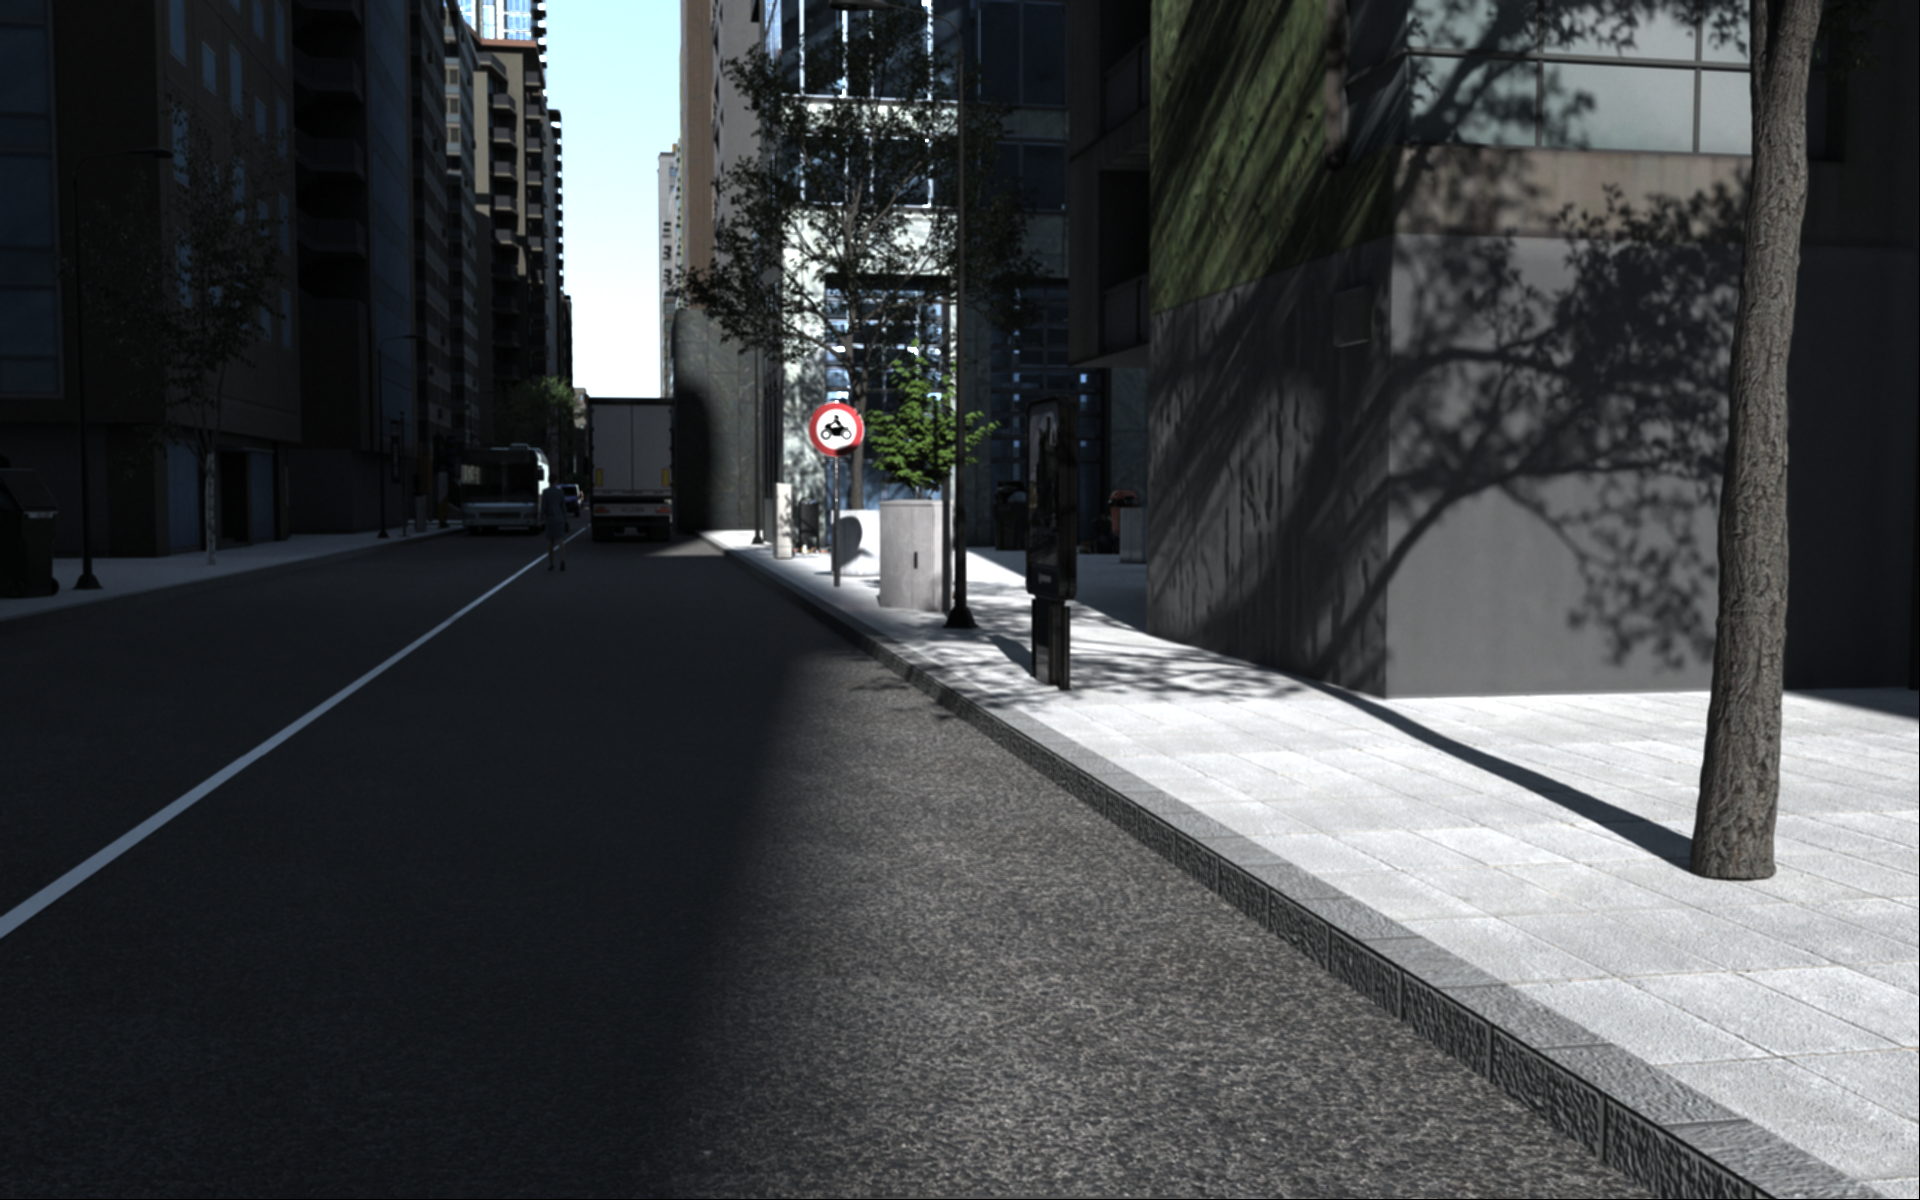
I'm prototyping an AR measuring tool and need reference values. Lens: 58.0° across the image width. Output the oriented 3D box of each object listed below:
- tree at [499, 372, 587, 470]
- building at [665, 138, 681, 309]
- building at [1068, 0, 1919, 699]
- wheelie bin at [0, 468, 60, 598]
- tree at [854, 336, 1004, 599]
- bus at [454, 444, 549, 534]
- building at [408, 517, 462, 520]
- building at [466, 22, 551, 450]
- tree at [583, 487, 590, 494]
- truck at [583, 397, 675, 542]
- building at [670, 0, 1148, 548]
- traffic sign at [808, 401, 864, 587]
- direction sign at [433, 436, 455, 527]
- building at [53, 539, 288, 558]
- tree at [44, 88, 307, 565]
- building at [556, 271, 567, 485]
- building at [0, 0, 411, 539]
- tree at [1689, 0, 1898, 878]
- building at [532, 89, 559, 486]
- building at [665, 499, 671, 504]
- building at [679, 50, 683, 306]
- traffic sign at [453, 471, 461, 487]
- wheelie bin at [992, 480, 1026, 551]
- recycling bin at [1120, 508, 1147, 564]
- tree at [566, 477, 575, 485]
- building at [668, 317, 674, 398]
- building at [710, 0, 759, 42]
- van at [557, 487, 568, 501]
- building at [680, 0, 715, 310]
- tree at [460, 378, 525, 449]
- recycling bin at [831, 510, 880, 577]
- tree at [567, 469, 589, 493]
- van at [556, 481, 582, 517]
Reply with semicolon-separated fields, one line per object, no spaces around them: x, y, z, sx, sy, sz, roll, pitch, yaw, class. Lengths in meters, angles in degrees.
-35.618;-13.549;147.273;9.928;11.665;9.643;0;3;0;tree
-23.627;-36.348;213.899;23.786;49.044;30.456;-1;4;-11;building
8.297;-20.427;17.579;14.154;41.232;14.086;-1;4;-11;building
-11.717;-0.833;21.522;0.693;1.594;0.980;1;4;12;wheelie bin
-0.569;-1.640;21.417;1.663;3.219;1.824;0;3;0;tree
-16.786;-4.252;64.387;2.948;3.499;13.247;-1;4;-12;bus
-39.855;-24.308;89.313;32.217;40.220;23.993;-1;4;-11;building
-50.466;-31.124;163.498;22.147;44.769;28.867;-1;4;-11;building
-57.226;-16.535;264.943;1.663;3.219;1.824;0;3;0;tree
-10.669;-4.083;55.671;2.839;4.237;11.283;-1;4;-12;truck
1.985;-45.421;55.303;22.319;86.520;31.000;-1;4;-11;building
-1.703;-1.455;23.903;0.768;2.556;0.104;0;4;-3;traffic sign
-20.010;-4.604;67.267;0.876;3.537;0.379;-3;4;-39;direction sign
-23.845;-23.777;38.864;14.600;45.320;14.200;-1;4;-11;building
-13.776;-4.948;31.269;4.360;8.622;3.978;0;3;0;tree
-56.646;-27.065;214.209;14.160;30.474;14.107;-1;4;-11;building
-27.284;-25.051;59.691;14.200;45.320;14.600;-1;4;-11;building
2.956;-4.351;5.543;7.601;10.594;8.767;0;4;-5;tree
-51.105;-32.729;185.229;14.600;45.320;14.200;-1;4;-11;building
-7.984;-27.466;140.946;32.217;40.220;23.993;-1;4;-11;building
-19.106;-29.290;162.486;14.154;41.232;14.086;-1;4;-11;building
-20.154;-4.071;70.202;0.795;2.450;0.064;-1;4;-11;traffic sign
1.165;-1.929;39.454;0.980;1.594;0.693;2;4;28;wheelie bin
3.458;-1.202;32.211;0.722;1.027;0.722;-2;4;-34;recycling bin
-44.795;-12.518;199.274;1.663;3.219;1.824;0;3;0;tree
-16.915;-20.828;185.584;27.650;21.520;28.899;-1;4;-11;building
-5.297;-24.746;88.190;14.086;41.232;14.154;-1;4;-11;building
-22.520;-5.375;94.900;2.013;2.044;4.112;-1;4;-12;van
-10.363;-28.074;109.117;14.600;45.320;14.200;-1;4;-11;building
-29.210;-9.731;109.464;4.360;8.622;3.978;0;3;0;tree
-1.540;-0.896;27.201;0.722;1.027;0.722;3;5;44;recycling bin
-49.820;-14.817;225.968;4.285;4.588;4.351;0;3;0;tree
-24.993;-6.420;109.345;2.240;2.365;5.245;-1;4;-11;van
